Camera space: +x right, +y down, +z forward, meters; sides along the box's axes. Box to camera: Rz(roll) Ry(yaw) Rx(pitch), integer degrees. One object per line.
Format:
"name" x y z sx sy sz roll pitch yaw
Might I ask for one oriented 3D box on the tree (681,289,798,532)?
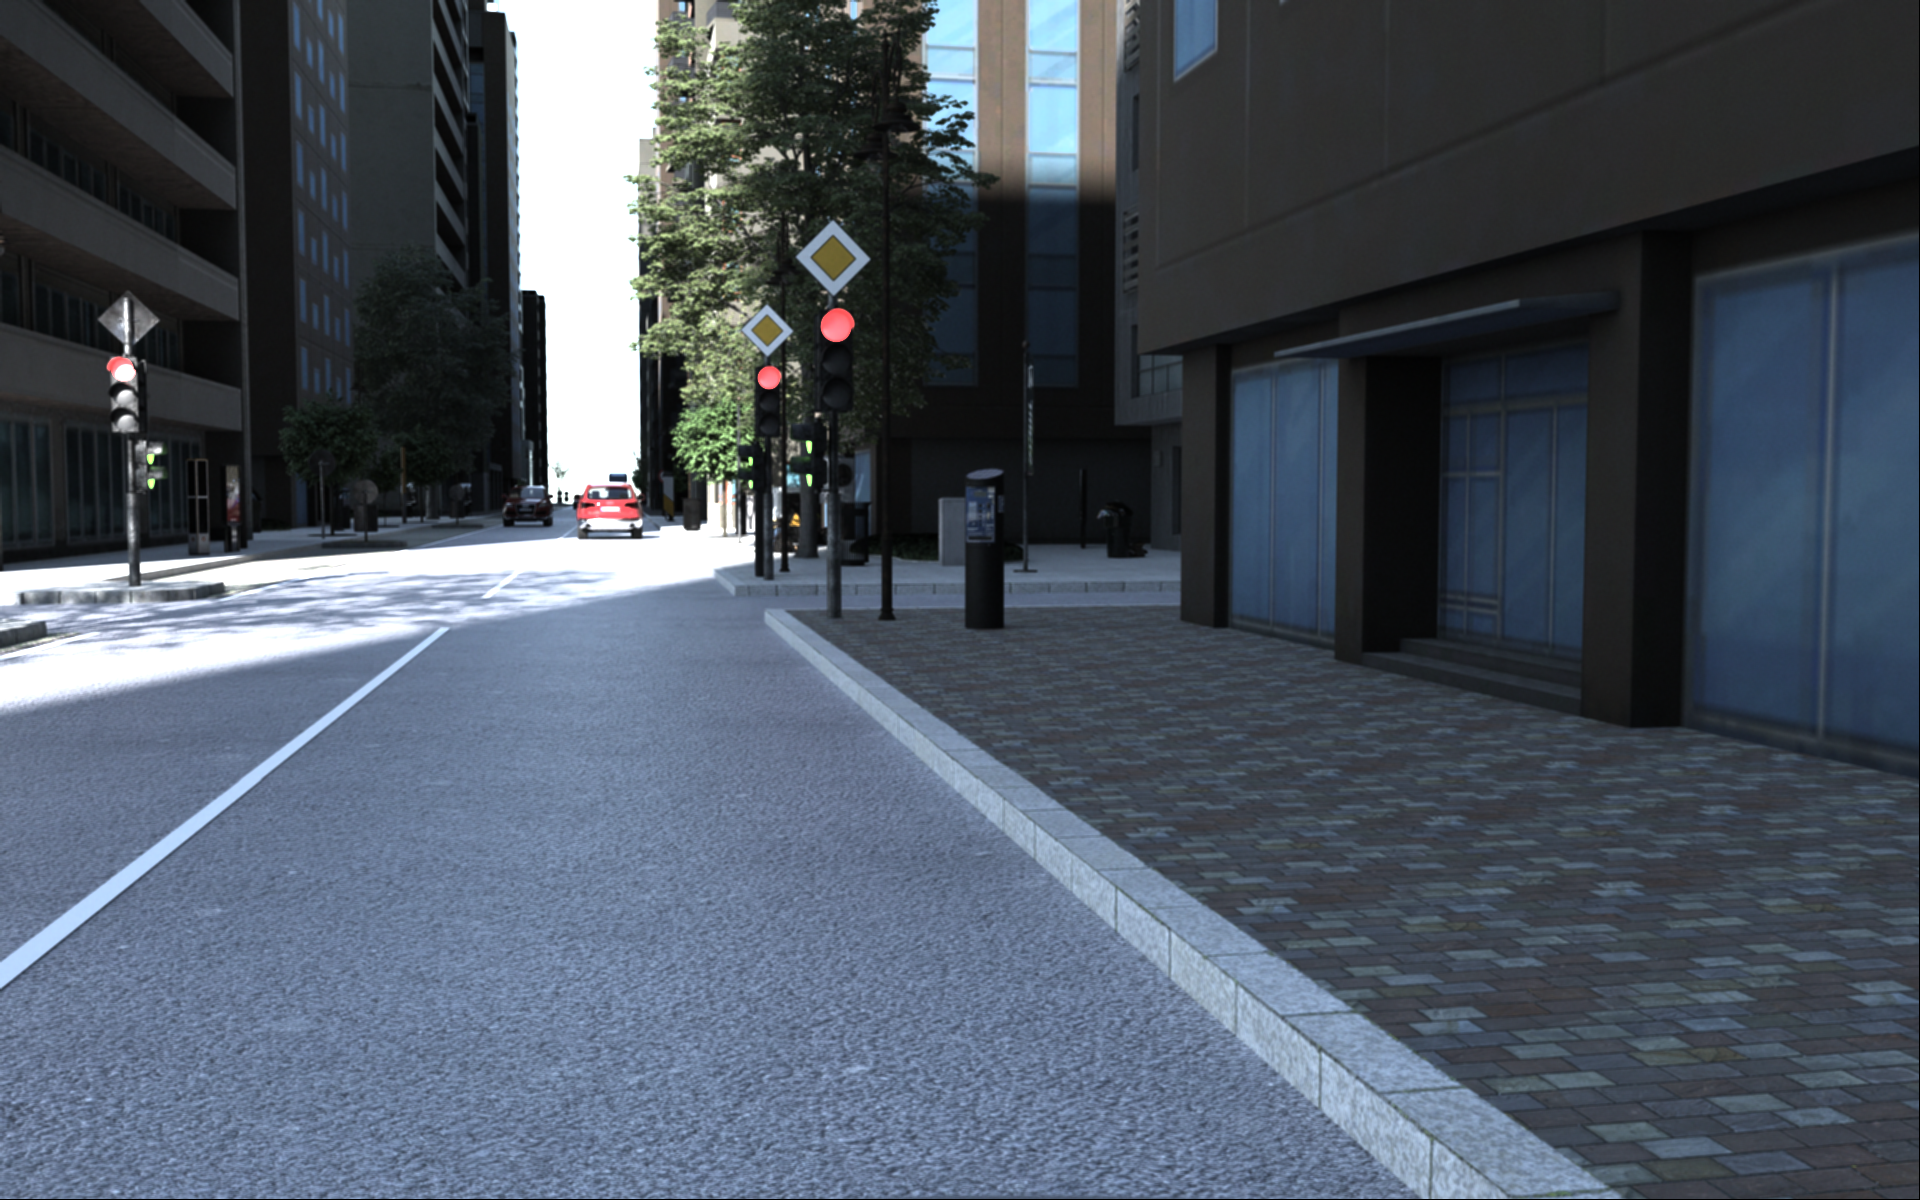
"tree" -7.666 -6.644 58.997 4.737 8.622 4.395 0 3 0

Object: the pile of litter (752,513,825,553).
"pile of litter" -3.936 -1.487 38.277 1.176 0.858 1.719 -2 4 -30

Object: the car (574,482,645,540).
"car" -11.362 -2.903 56.139 2.281 1.827 5.304 -1 4 -12

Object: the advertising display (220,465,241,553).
"advertising display" -16.122 -2.025 38.317 0.123 1.923 0.974 0 4 -5

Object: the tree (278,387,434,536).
"tree" -19.370 -4.251 53.215 4.285 4.588 4.351 0 3 0

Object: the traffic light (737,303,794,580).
"traffic light" -2.869 -2.249 25.689 0.839 4.253 0.868 -1 4 -11

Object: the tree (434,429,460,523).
"tree" -24.293 -5.764 77.962 4.285 4.588 4.351 0 3 0

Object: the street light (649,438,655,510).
"street light" -24.667 -10.153 138.789 0.468 5.910 1.993 -1 4 -11

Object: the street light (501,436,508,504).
"street light" -35.277 -9.866 134.101 0.468 5.910 1.993 -1 4 -11

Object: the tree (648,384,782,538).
"tree" -6.872 -4.123 51.117 4.285 4.588 4.351 0 3 0

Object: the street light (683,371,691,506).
"street light" -10.002 -5.576 63.959 0.468 5.910 1.993 -1 4 -11

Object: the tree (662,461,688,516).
"tree" -16.731 -6.508 101.008 1.663 3.219 1.824 0 3 0

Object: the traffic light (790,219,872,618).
"traffic light" -1.323 -1.770 17.855 0.839 4.253 0.868 -1 4 -11

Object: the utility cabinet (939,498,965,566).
"utility cabinet" 0.141 -1.219 31.094 1.020 1.237 0.306 -1 4 -16

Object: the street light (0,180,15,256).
"street light" -13.542 -3.132 23.996 0.468 5.910 1.993 -1 4 -11

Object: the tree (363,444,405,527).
"tree" -22.263 -4.444 67.254 1.663 3.219 1.824 0 3 0

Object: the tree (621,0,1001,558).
"tree" -3.097 -7.147 34.976 7.486 12.596 7.792 0 3 0

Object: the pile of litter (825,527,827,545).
"pile of litter" -3.853 -1.820 43.721 1.719 0.858 1.176 -1 4 -15

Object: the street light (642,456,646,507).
"street light" -31.631 -12.273 173.457 0.468 5.910 1.993 -1 4 -11

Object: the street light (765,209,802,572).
"street light" -2.897 -3.405 28.457 0.468 5.910 1.993 -1 4 -11

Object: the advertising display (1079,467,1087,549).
"advertising display" 2.917 -2.194 41.081 0.123 1.923 0.974 0 4 1

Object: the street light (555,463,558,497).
"street light" -58.218 -16.968 250.208 0.468 5.910 1.993 -1 4 -11

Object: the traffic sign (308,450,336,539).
"traffic sign" -18.290 -3.032 49.681 0.768 2.556 0.104 0 4 -6

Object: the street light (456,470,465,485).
"street light" -28.354 -7.716 98.940 0.468 5.910 1.993 -1 4 -11

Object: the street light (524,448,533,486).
"street light" -42.134 -11.983 168.712 0.468 5.910 1.993 -1 4 -11

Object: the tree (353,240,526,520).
"tree" -26.630 -11.029 86.973 9.857 13.997 8.962 0 3 0

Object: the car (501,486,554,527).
"car" -19.474 -4.249 78.140 2.281 1.827 5.304 -1 4 -11

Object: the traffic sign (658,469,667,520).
"traffic sign" -14.498 -5.213 85.338 0.768 2.556 0.104 -1 4 -10

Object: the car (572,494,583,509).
"car" -35.539 -9.378 163.123 2.009 1.686 4.222 -1 4 -11

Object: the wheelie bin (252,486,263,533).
"wheelie bin" -23.577 -3.035 57.530 0.693 1.594 0.980 -2 4 -35

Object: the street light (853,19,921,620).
"street light" -0.745 -2.735 17.506 0.468 5.910 1.993 -1 4 -11

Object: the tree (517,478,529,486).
"tree" -44.104 -10.923 173.199 1.663 3.219 1.824 0 3 0

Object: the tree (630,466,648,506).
"tree" -34.477 -12.584 189.463 4.285 4.588 4.351 0 3 0

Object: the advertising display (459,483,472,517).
"advertising display" -27.797 -5.636 97.361 0.123 1.923 0.974 2 4 23

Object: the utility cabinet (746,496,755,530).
"utility cabinet" -7.562 -3.142 62.532 0.306 1.237 1.020 -1 4 -23

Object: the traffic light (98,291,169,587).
"traffic light" -11.462 -2.145 23.984 0.839 4.253 0.868 -1 4 -11

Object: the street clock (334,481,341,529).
"street clock" -22.632 -3.564 62.837 0.471 2.002 0.358 1 4 12

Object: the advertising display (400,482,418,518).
"advertising display" -29.991 -5.445 94.246 0.974 1.923 0.123 1 4 13

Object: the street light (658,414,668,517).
"street light" -17.876 -8.035 104.160 0.468 5.910 1.993 -1 4 -11

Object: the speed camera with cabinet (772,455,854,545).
"speed camera with cabinet" -3.529 -2.863 41.154 2.038 3.252 0.660 -2 4 -33

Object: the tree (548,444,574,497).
"tree" -58.673 -18.560 253.812 4.360 8.622 3.978 0 3 0

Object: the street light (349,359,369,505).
"street light" -20.539 -5.294 59.345 0.468 5.910 1.993 -1 4 -11

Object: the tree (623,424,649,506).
"tree" -32.960 -14.132 181.415 4.360 8.622 3.978 0 3 0
